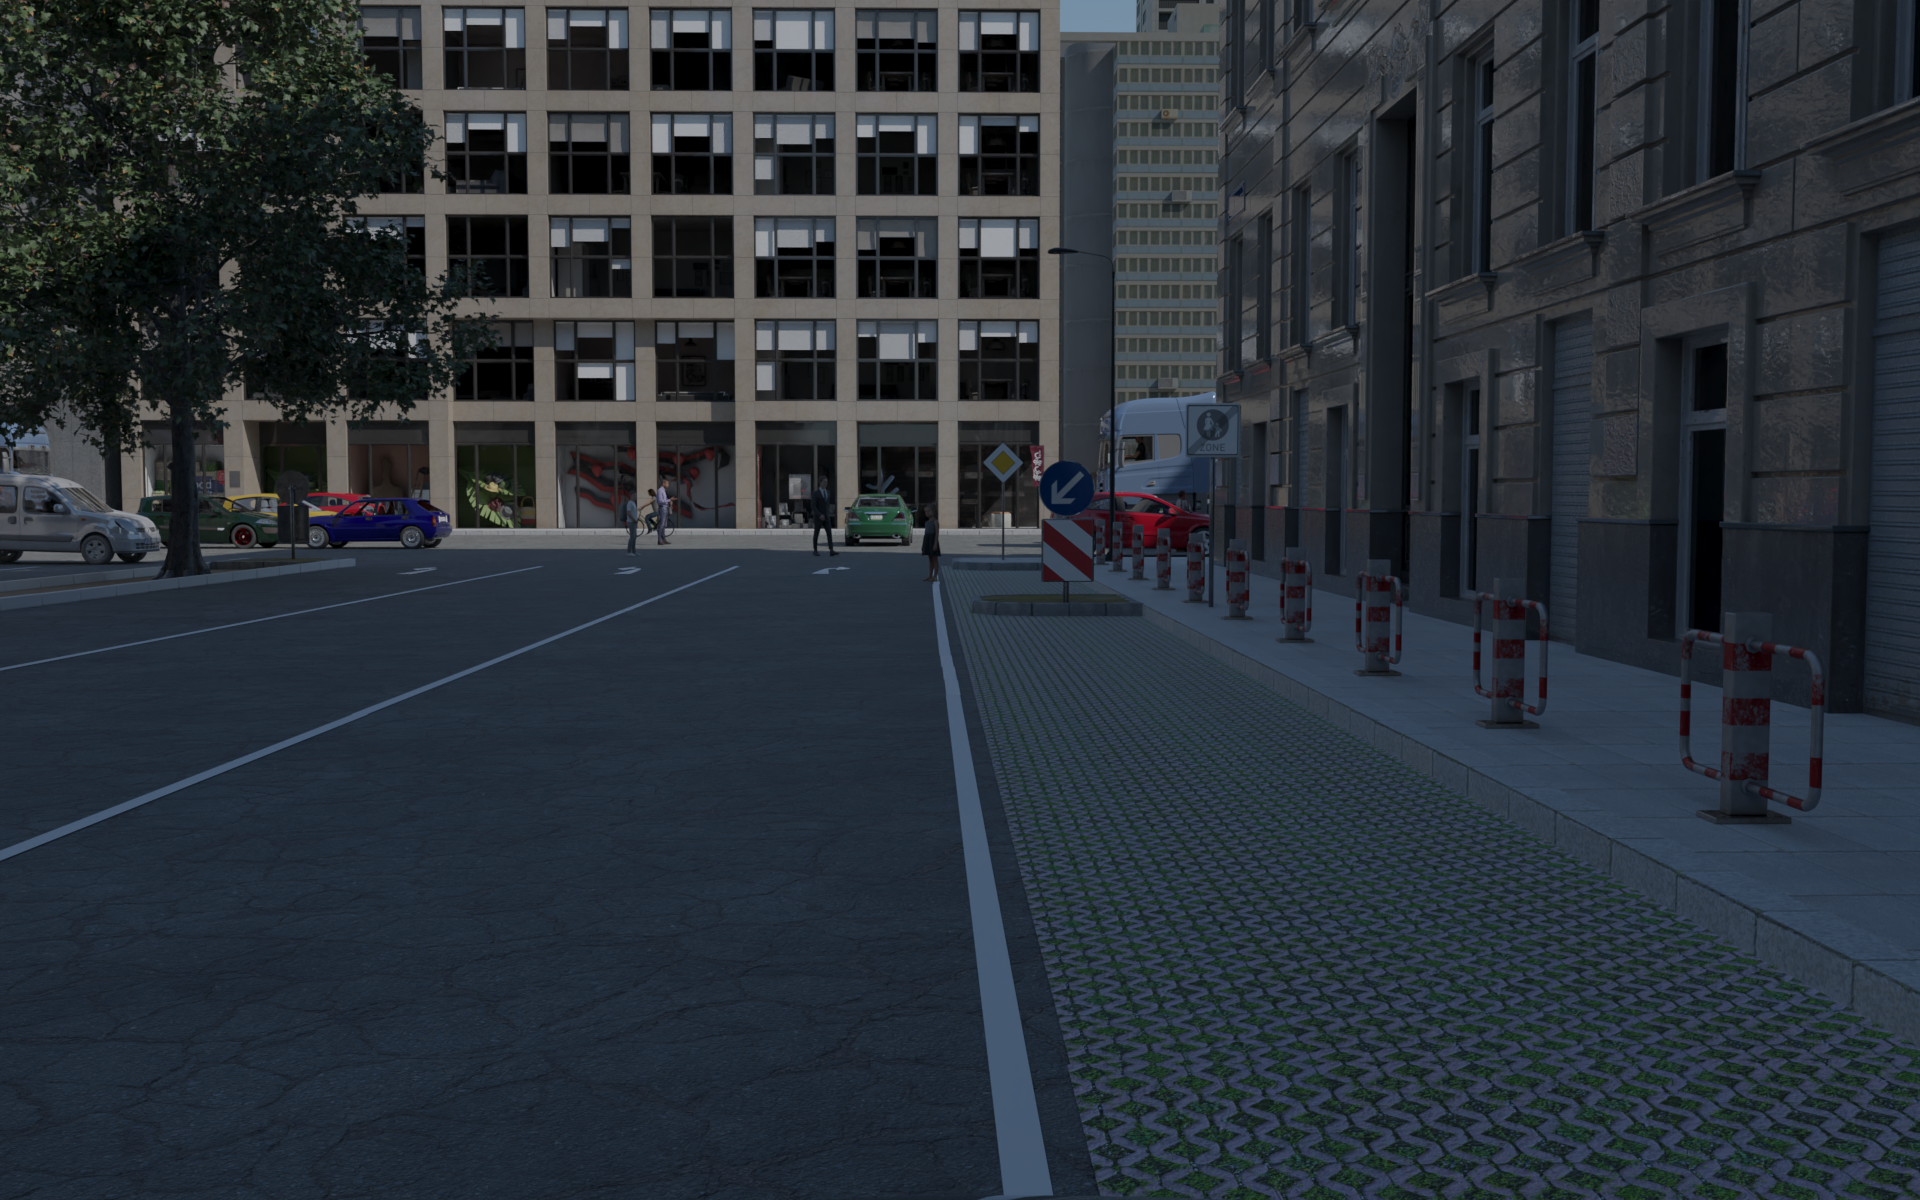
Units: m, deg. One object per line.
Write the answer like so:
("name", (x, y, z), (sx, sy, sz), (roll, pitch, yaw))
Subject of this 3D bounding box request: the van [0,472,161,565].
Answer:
("van", (-18.770, -1.761, 35.808), (4.112, 2.044, 2.013), (0, 4, 1))

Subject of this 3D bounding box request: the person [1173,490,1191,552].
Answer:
("person", (5.448, -1.933, 42.573), (0.387, 1.526, 0.523), (-2, 4, -23))

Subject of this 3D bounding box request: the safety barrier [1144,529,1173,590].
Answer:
("safety barrier", (2.725, -0.544, 23.177), (0.300, 0.817, 1.120), (0, 4, -1))

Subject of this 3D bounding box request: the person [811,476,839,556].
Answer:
("person", (-3.124, -1.938, 39.966), (0.659, 1.850, 0.755), (-3, 5, -44))

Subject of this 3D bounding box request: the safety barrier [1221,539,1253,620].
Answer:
("safety barrier", (2.838, -0.211, 17.718), (0.300, 0.817, 1.120), (0, 4, -1))

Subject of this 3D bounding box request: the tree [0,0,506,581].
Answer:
("tree", (-12.788, -6.658, 28.330), (9.611, 12.733, 9.660), (0, 3, 0))

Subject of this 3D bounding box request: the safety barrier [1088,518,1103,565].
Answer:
("safety barrier", (2.545, -1.044, 31.338), (0.300, 0.817, 1.120), (0, 4, -1))

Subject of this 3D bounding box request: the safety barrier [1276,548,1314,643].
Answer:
("safety barrier", (2.903, -0.044, 14.992), (0.300, 0.817, 1.120), (0, 4, -1))

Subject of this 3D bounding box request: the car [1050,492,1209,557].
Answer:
("car", (4.227, -1.894, 39.999), (4.494, 1.783, 2.155), (0, 4, 0))

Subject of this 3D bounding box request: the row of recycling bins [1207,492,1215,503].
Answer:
("row of recycling bins", (17.882, -7.281, 126.157), (1.069, 1.692, 3.534), (-2, 4, -27))

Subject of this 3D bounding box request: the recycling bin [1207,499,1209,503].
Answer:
("recycling bin", (11.836, -4.378, 84.137), (0.722, 1.027, 0.722), (0, 4, 2))

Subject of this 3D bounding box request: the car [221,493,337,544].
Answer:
("car", (-19.558, -2.443, 50.161), (3.980, 1.641, 2.015), (0, 4, -2))

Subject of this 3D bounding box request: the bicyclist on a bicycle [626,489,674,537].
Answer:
("bicyclist on a bicycle", (-10.337, -2.918, 57.734), (1.625, 1.676, 1.499), (0, 4, -3))

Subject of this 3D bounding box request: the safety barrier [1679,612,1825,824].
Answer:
("safety barrier", (3.080, 0.458, 6.786), (0.300, 0.817, 1.120), (0, 4, -1))

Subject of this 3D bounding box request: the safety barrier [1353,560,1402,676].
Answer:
("safety barrier", (2.957, 0.124, 12.255), (0.300, 0.817, 1.120), (0, 4, -1))

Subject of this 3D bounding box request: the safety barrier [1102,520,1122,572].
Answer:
("safety barrier", (2.605, -0.877, 28.612), (0.300, 0.817, 1.120), (0, 4, -1))

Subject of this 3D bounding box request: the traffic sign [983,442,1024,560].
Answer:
("traffic sign", (0.834, -1.829, 33.549), (0.795, 2.450, 0.064), (0, 4, -1))

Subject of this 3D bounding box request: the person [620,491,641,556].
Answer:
("person", (-7.540, -1.759, 39.860), (0.523, 1.515, 0.503), (-2, 4, -32))

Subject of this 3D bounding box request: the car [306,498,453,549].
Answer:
("car", (-15.542, -2.031, 45.791), (3.894, 1.354, 1.945), (0, 3, 0))

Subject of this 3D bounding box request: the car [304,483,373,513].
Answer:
("car", (-20.322, -2.777, 54.452), (4.494, 1.783, 2.155), (0, 4, -1))

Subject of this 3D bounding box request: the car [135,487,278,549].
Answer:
("car", (-19.893, -2.212, 45.945), (4.222, 1.686, 2.009), (0, 4, 0))

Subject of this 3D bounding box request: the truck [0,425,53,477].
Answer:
("truck", (-39.002, -4.093, 56.673), (18.799, 4.110, 2.967), (0, 4, -3))

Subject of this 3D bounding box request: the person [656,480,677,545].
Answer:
("person", (-8.238, -2.472, 48.788), (0.599, 1.838, 0.709), (0, 4, 1))

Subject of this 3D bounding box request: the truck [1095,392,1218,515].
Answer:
("truck", (12.413, -3.483, 46.712), (18.799, 4.110, 2.967), (0, 4, -3))

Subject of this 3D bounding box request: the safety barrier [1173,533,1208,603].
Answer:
("safety barrier", (2.781, -0.377, 20.435), (0.300, 0.817, 1.120), (0, 4, -1))

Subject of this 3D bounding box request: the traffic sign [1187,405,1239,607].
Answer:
("traffic sign", (2.845, -1.067, 19.572), (0.606, 2.300, 0.079), (0, 4, 4))

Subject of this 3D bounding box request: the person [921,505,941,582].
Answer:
("person", (-0.477, -0.919, 28.202), (0.373, 1.253, 0.362), (-2, 4, -34))

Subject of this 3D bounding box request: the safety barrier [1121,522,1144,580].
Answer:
("safety barrier", (2.663, -0.711, 25.894), (0.300, 0.817, 1.120), (0, 4, -1))

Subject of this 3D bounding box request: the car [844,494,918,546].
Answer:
("car", (-2.276, -2.288, 49.213), (2.131, 1.459, 4.920), (0, 4, 0))

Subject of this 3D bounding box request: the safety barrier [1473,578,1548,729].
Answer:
("safety barrier", (3.017, 0.291, 9.526), (0.300, 0.817, 1.120), (0, 4, -1))
